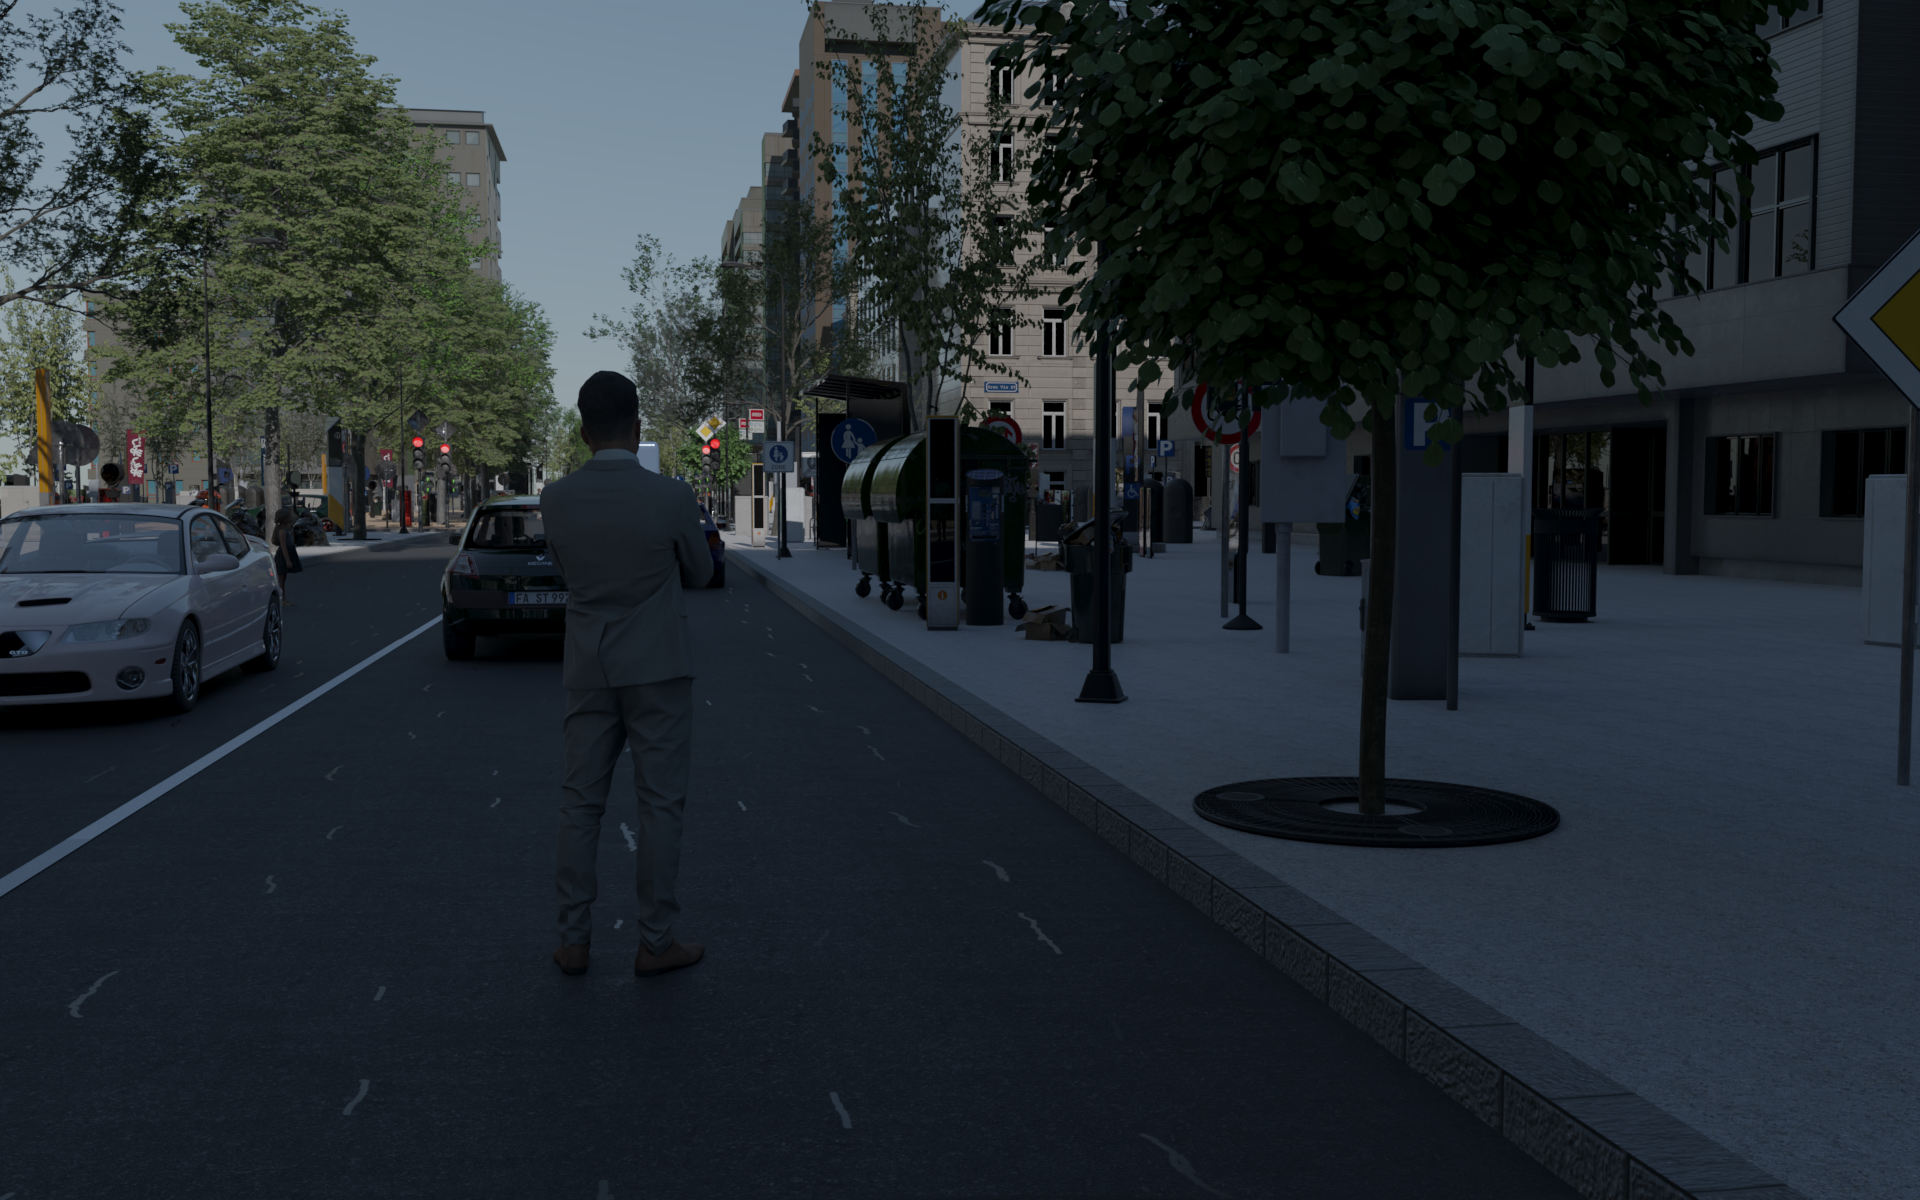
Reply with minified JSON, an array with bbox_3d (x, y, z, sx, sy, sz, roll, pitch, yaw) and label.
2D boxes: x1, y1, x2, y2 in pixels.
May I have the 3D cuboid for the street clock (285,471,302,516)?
[{"bbox_3d":[-20.733,-3.021,53.958,0.358,2.002,0.471,2,4,28],"label":"street clock"}]

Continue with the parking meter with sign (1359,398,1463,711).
[{"bbox_3d":[2.918,-0.903,11.020,0.543,3.016,1.738,0,4,0],"label":"parking meter with sign"}]

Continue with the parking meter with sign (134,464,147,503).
[{"bbox_3d":[-47.936,-6.372,100.435,1.738,3.016,0.543,2,4,26],"label":"parking meter with sign"}]

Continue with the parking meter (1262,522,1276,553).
[{"bbox_3d":[6.692,-1.942,37.468,0.255,1.863,0.399,0,4,-1],"label":"parking meter"}]

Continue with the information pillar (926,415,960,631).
[{"bbox_3d":[-0.157,-0.723,16.311,0.304,2.012,0.304,0,4,3],"label":"information pillar"}]

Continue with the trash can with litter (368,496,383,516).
[{"bbox_3d":[-34.561,-5.556,102.223,1.055,1.170,0.624,3,4,36],"label":"trash can with litter"}]

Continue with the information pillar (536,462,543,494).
[{"bbox_3d":[-30.436,-8.204,125.495,0.504,3.616,0.183,-1,4,-18],"label":"information pillar"}]

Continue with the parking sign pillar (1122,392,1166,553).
[{"bbox_3d":[3.830,-3.040,38.172,1.447,3.967,1.447,0,4,8],"label":"parking sign pillar"}]

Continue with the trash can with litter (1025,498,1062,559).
[{"bbox_3d":[1.389,-1.417,34.233,2.233,1.210,1.678,1,4,13],"label":"trash can with litter"}]

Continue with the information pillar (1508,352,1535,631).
[{"bbox_3d":[5.315,-1.532,16.408,0.183,3.616,0.504,0,4,1],"label":"information pillar"}]

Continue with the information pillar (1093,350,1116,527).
[{"bbox_3d":[2.155,-2.103,25.743,0.183,3.616,0.504,-2,4,-30],"label":"information pillar"}]

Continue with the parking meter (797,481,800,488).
[{"bbox_3d":[-6.380,-3.754,67.090,0.399,1.863,0.255,-1,4,-20],"label":"parking meter"}]

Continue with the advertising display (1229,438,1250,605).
[{"bbox_3d":[3.245,-0.927,20.374,0.123,1.923,0.974,0,4,-2],"label":"advertising display"}]

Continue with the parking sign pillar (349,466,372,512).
[{"bbox_3d":[-41.894,-8.128,121.372,1.447,3.967,1.447,2,4,33],"label":"parking sign pillar"}]

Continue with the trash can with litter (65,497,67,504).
[{"bbox_3d":[-36.480,-3.728,72.013,2.233,1.210,1.678,-3,4,-37],"label":"trash can with litter"}]

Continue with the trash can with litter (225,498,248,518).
[{"bbox_3d":[-21.955,-2.480,51.927,1.055,1.170,0.624,-3,4,-37],"label":"trash can with litter"}]

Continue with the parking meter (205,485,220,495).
[{"bbox_3d":[-20.818,-2.437,48.264,0.372,1.533,0.369,0,3,0],"label":"parking meter"}]

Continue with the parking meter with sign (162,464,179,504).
[{"bbox_3d":[-46.005,-6.395,100.820,0.543,3.016,1.738,0,4,-8],"label":"parking meter with sign"}]

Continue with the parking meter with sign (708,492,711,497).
[{"bbox_3d":[-17.142,-7.381,116.939,1.738,3.016,0.543,3,5,42],"label":"parking meter with sign"}]

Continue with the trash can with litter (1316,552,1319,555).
[{"bbox_3d":[7.678,-1.423,34.655,1.055,1.170,0.624,1,4,21],"label":"trash can with litter"}]

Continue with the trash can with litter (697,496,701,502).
[{"bbox_3d":[-15.366,-5.427,100.121,1.055,1.170,0.624,0,4,-8],"label":"trash can with litter"}]

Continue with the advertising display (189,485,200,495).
[{"bbox_3d":[-53.778,-7.126,121.722,0.974,1.923,0.123,2,4,29],"label":"advertising display"}]

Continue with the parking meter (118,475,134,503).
[{"bbox_3d":[-23.953,-2.695,49.774,0.399,1.863,0.255,-1,4,-20],"label":"parking meter"}]

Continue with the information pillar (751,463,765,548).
[{"bbox_3d":[-4.858,-2.273,41.658,0.304,2.012,0.304,-1,4,-14],"label":"information pillar"}]

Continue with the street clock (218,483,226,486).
[{"bbox_3d":[-47.979,-6.612,112.672,0.471,2.002,0.358,1,4,8],"label":"street clock"}]

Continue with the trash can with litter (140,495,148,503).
[{"bbox_3d":[-55.601,-6.498,117.293,2.233,1.210,1.678,0,4,-3],"label":"trash can with litter"}]

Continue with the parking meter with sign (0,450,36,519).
[{"bbox_3d":[-37.617,-4.445,68.940,1.738,3.016,0.543,0,4,2],"label":"parking meter with sign"}]

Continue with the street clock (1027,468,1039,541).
[{"bbox_3d":[1.983,-2.618,47.372,0.358,2.002,0.471,-1,4,-12],"label":"street clock"}]

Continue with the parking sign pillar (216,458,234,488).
[{"bbox_3d":[-54.851,-8.628,129.543,1.447,3.967,1.447,3,5,44],"label":"parking sign pillar"}]

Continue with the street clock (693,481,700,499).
[{"bbox_3d":[-12.409,-4.707,81.522,0.358,2.002,0.471,1,4,8],"label":"street clock"}]

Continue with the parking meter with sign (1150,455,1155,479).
[{"bbox_3d":[9.498,-5.006,78.110,1.738,3.016,0.543,-1,4,-14],"label":"parking meter with sign"}]

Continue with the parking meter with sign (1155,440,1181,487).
[{"bbox_3d":[6.920,-3.679,56.416,0.543,3.016,1.738,1,4,21],"label":"parking meter with sign"}]

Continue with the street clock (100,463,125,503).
[{"bbox_3d":[-19.674,-2.183,40.255,0.471,2.002,0.358,0,4,2],"label":"street clock"}]

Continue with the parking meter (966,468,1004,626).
[{"bbox_3d":[0.243,-0.524,16.977,0.372,1.533,0.369,0,3,0],"label":"parking meter"}]

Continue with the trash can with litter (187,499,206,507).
[{"bbox_3d":[-16.275,-1.519,36.228,1.055,1.170,0.624,1,4,14],"label":"trash can with litter"}]

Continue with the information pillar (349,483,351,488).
[{"bbox_3d":[-38.857,-6.453,109.992,0.304,2.012,0.304,1,4,19],"label":"information pillar"}]

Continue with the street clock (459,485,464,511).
[{"bbox_3d":[-38.180,-7.840,132.754,0.358,2.002,0.471,2,4,28],"label":"street clock"}]

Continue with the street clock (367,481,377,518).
[{"bbox_3d":[-31.512,-5.398,92.832,0.471,2.002,0.358,-3,5,-44],"label":"street clock"}]

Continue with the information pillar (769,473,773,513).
[{"bbox_3d":[-12.630,-7.610,115.770,0.183,3.616,0.504,1,4,17],"label":"information pillar"}]

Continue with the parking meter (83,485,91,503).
[{"bbox_3d":[-56.141,-6.465,111.417,0.255,1.863,0.399,3,4,38],"label":"parking meter"}]

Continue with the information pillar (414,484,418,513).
[{"bbox_3d":[-37.760,-7.098,120.542,0.304,2.012,0.304,-3,4,-38],"label":"information pillar"}]

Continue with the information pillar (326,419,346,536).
[{"bbox_3d":[-19.075,-3.764,52.892,0.183,3.616,0.504,2,4,35],"label":"information pillar"}]

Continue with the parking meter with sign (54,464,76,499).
[{"bbox_3d":[-45.628,-5.636,88.406,0.543,3.016,1.738,-3,5,-43],"label":"parking meter with sign"}]

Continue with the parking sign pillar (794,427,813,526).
[{"bbox_3d":[-6.563,-4.894,68.496,1.447,3.967,1.447,0,4,-4],"label":"parking sign pillar"}]

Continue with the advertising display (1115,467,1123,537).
[{"bbox_3d":[3.935,-2.214,41.410,0.974,1.923,0.123,-2,4,-35],"label":"advertising display"}]

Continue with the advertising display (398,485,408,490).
[{"bbox_3d":[-40.759,-7.436,126.789,0.974,1.923,0.123,2,4,31],"label":"advertising display"}]

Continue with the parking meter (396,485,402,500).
[{"bbox_3d":[-36.966,-6.637,114.218,0.255,1.863,0.399,2,4,31],"label":"parking meter"}]

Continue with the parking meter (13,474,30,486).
[{"bbox_3d":[-26.900,-2.692,49.725,0.399,1.863,0.255,0,4,1],"label":"parking meter"}]

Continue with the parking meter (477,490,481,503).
[{"bbox_3d":[-29.682,-6.013,106.725,0.372,1.533,0.369,0,3,0],"label":"parking meter"}]

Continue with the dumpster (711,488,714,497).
[{"bbox_3d":[-20.027,-8.322,138.557,1.502,2.255,1.985,-1,4,-10],"label":"dumpster"}]
